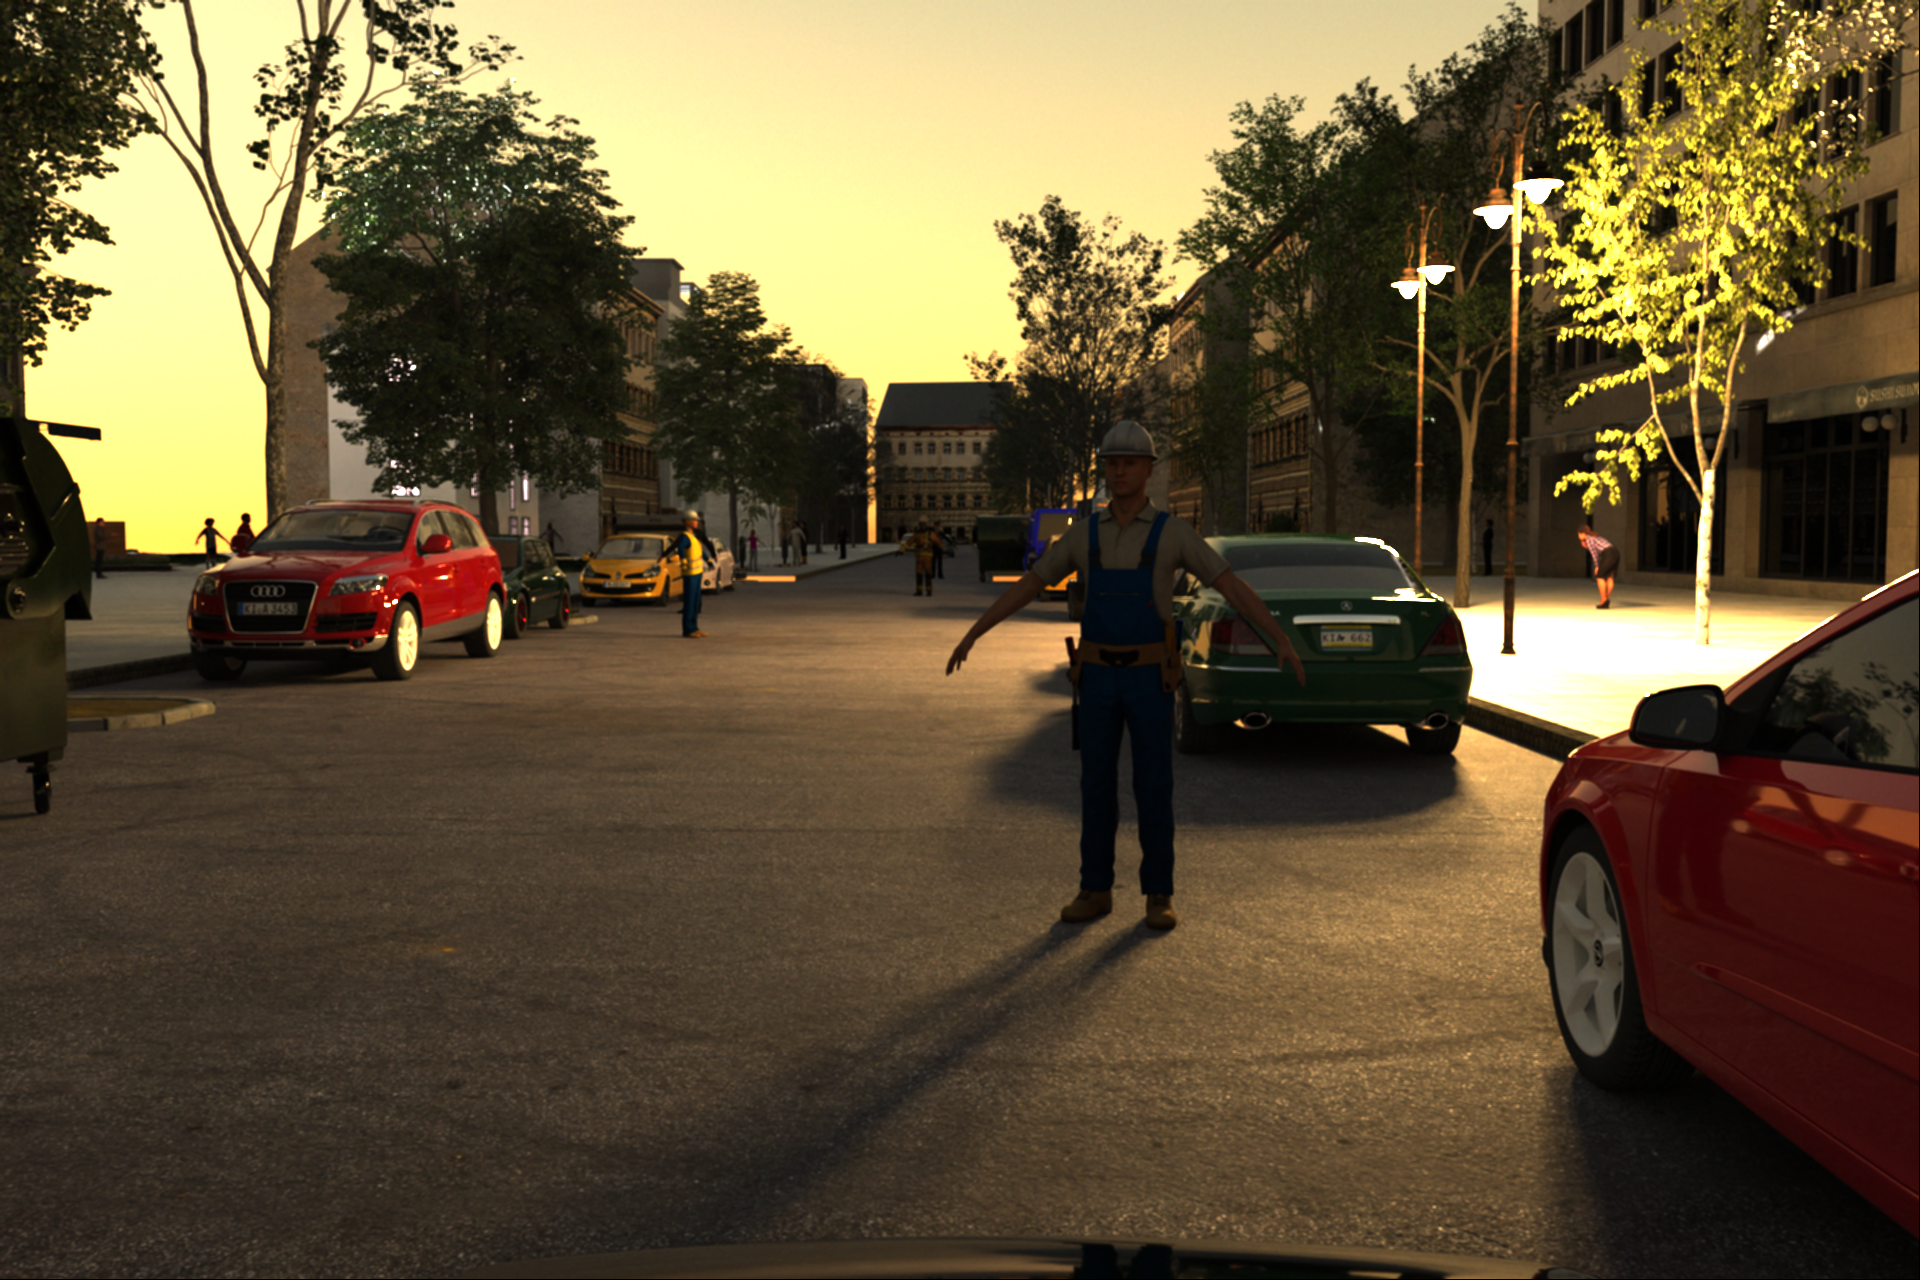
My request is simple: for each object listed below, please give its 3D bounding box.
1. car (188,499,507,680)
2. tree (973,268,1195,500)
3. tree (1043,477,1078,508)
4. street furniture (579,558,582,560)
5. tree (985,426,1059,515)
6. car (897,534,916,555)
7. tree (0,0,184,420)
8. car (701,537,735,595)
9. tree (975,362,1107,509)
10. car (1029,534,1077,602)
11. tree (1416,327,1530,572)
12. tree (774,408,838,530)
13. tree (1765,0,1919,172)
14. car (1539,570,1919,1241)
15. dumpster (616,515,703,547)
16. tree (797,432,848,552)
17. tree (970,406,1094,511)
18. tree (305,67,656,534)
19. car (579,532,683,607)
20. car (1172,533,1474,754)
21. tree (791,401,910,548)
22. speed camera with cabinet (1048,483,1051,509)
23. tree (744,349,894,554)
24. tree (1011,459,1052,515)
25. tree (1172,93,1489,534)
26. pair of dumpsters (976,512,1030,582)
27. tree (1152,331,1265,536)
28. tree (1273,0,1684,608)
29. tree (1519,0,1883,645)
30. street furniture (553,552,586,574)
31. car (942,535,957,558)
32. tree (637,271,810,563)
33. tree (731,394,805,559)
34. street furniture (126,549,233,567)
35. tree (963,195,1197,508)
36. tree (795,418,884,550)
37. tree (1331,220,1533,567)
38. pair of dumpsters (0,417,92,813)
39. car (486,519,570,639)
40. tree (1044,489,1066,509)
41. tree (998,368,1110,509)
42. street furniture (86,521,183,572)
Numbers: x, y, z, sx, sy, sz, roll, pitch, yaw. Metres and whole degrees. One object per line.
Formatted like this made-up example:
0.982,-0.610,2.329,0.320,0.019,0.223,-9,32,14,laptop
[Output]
-6.417,-0.610,18.651,2.281,1.827,5.304,0,4,0,car
5.881,-10.346,79.527,12.009,13.543,11.850,0,3,0,tree
14.179,-19.298,249.941,7.601,10.594,8.767,0,4,1,tree
-14.201,-3.117,66.591,5.734,0.657,10.072,-1,4,-12,street furniture
5.648,-14.536,155.791,7.486,12.596,7.792,0,3,0,tree
-3.314,-6.670,119.278,2.015,1.641,3.980,0,3,0,car
-13.025,-6.770,17.344,9.857,13.997,8.962,0,3,0,tree
-6.610,-1.834,42.350,2.083,1.381,4.827,0,4,0,car
6.319,-12.883,121.010,12.009,13.543,11.850,0,3,0,tree
2.523,-1.690,37.859,2.015,1.641,3.980,0,4,0,car
17.282,-6.574,57.853,4.360,8.622,3.978,0,3,0,tree
-9.215,-9.245,101.523,4.360,8.622,3.978,0,3,0,tree
8.796,-6.181,11.430,12.009,13.543,11.850,0,3,0,tree
2.495,0.358,3.195,2.155,1.783,4.494,0,4,1,car
-6.704,-1.863,38.682,1.865,1.857,1.264,0,3,0,dumpster
-9.839,-10.537,122.640,4.737,8.622,4.395,0,3,0,tree
6.049,-13.946,138.394,12.009,13.543,11.850,0,3,0,tree
-13.012,-8.596,47.203,9.857,13.997,8.962,0,3,0,tree
-6.615,-1.543,35.452,2.015,1.641,3.980,0,4,1,car
2.332,-0.056,12.712,2.131,1.459,4.920,0,4,0,car
-9.645,-15.086,157.030,12.009,13.543,11.850,0,3,0,tree
3.673,-4.444,66.994,0.660,3.252,2.038,0,3,0,speed camera with cabinet
-9.439,-12.470,114.249,12.009,13.543,11.850,0,3,0,tree
6.324,-12.117,148.473,4.360,8.622,3.978,0,3,0,tree
8.792,-7.063,41.228,9.928,11.665,9.643,0,3,0,tree
2.691,-2.863,51.758,4.436,2.255,1.574,0,3,0,pair of dumpsters
8.976,-6.802,61.568,4.737,8.622,4.395,0,3,0,tree
9.044,-5.837,29.854,7.601,10.594,8.767,-1,4,-17,tree
8.614,-4.260,20.019,4.737,8.622,4.395,0,3,0,tree
-16.922,-2.510,56.665,10.072,0.657,5.734,-1,4,-17,street furniture
-1.216,-5.810,106.997,2.014,1.417,4.499,0,4,-1,car
-10.315,-9.618,75.388,7.486,12.596,7.792,0,3,0,tree
-9.623,-8.390,87.535,4.737,8.622,4.395,0,3,0,tree
-33.348,-3.422,71.570,5.734,0.657,10.072,-1,4,-8,street furniture
6.582,-14.637,95.202,12.611,20.169,13.585,0,3,0,tree
-9.533,-12.429,137.631,7.601,10.594,8.767,-1,4,-11,tree
19.037,-9.809,67.032,9.857,13.997,8.962,0,3,0,tree
-6.704,-0.203,8.274,4.436,2.255,1.574,0,4,0,pair of dumpsters
-6.813,-0.920,24.826,2.009,1.686,4.222,0,4,0,car
13.476,-17.915,243.273,4.360,8.622,3.978,0,3,0,tree
6.061,-11.195,108.789,9.928,11.665,9.643,0,3,0,tree
-30.593,-3.274,60.386,11.010,1.723,9.812,-2,4,-28,street furniture
